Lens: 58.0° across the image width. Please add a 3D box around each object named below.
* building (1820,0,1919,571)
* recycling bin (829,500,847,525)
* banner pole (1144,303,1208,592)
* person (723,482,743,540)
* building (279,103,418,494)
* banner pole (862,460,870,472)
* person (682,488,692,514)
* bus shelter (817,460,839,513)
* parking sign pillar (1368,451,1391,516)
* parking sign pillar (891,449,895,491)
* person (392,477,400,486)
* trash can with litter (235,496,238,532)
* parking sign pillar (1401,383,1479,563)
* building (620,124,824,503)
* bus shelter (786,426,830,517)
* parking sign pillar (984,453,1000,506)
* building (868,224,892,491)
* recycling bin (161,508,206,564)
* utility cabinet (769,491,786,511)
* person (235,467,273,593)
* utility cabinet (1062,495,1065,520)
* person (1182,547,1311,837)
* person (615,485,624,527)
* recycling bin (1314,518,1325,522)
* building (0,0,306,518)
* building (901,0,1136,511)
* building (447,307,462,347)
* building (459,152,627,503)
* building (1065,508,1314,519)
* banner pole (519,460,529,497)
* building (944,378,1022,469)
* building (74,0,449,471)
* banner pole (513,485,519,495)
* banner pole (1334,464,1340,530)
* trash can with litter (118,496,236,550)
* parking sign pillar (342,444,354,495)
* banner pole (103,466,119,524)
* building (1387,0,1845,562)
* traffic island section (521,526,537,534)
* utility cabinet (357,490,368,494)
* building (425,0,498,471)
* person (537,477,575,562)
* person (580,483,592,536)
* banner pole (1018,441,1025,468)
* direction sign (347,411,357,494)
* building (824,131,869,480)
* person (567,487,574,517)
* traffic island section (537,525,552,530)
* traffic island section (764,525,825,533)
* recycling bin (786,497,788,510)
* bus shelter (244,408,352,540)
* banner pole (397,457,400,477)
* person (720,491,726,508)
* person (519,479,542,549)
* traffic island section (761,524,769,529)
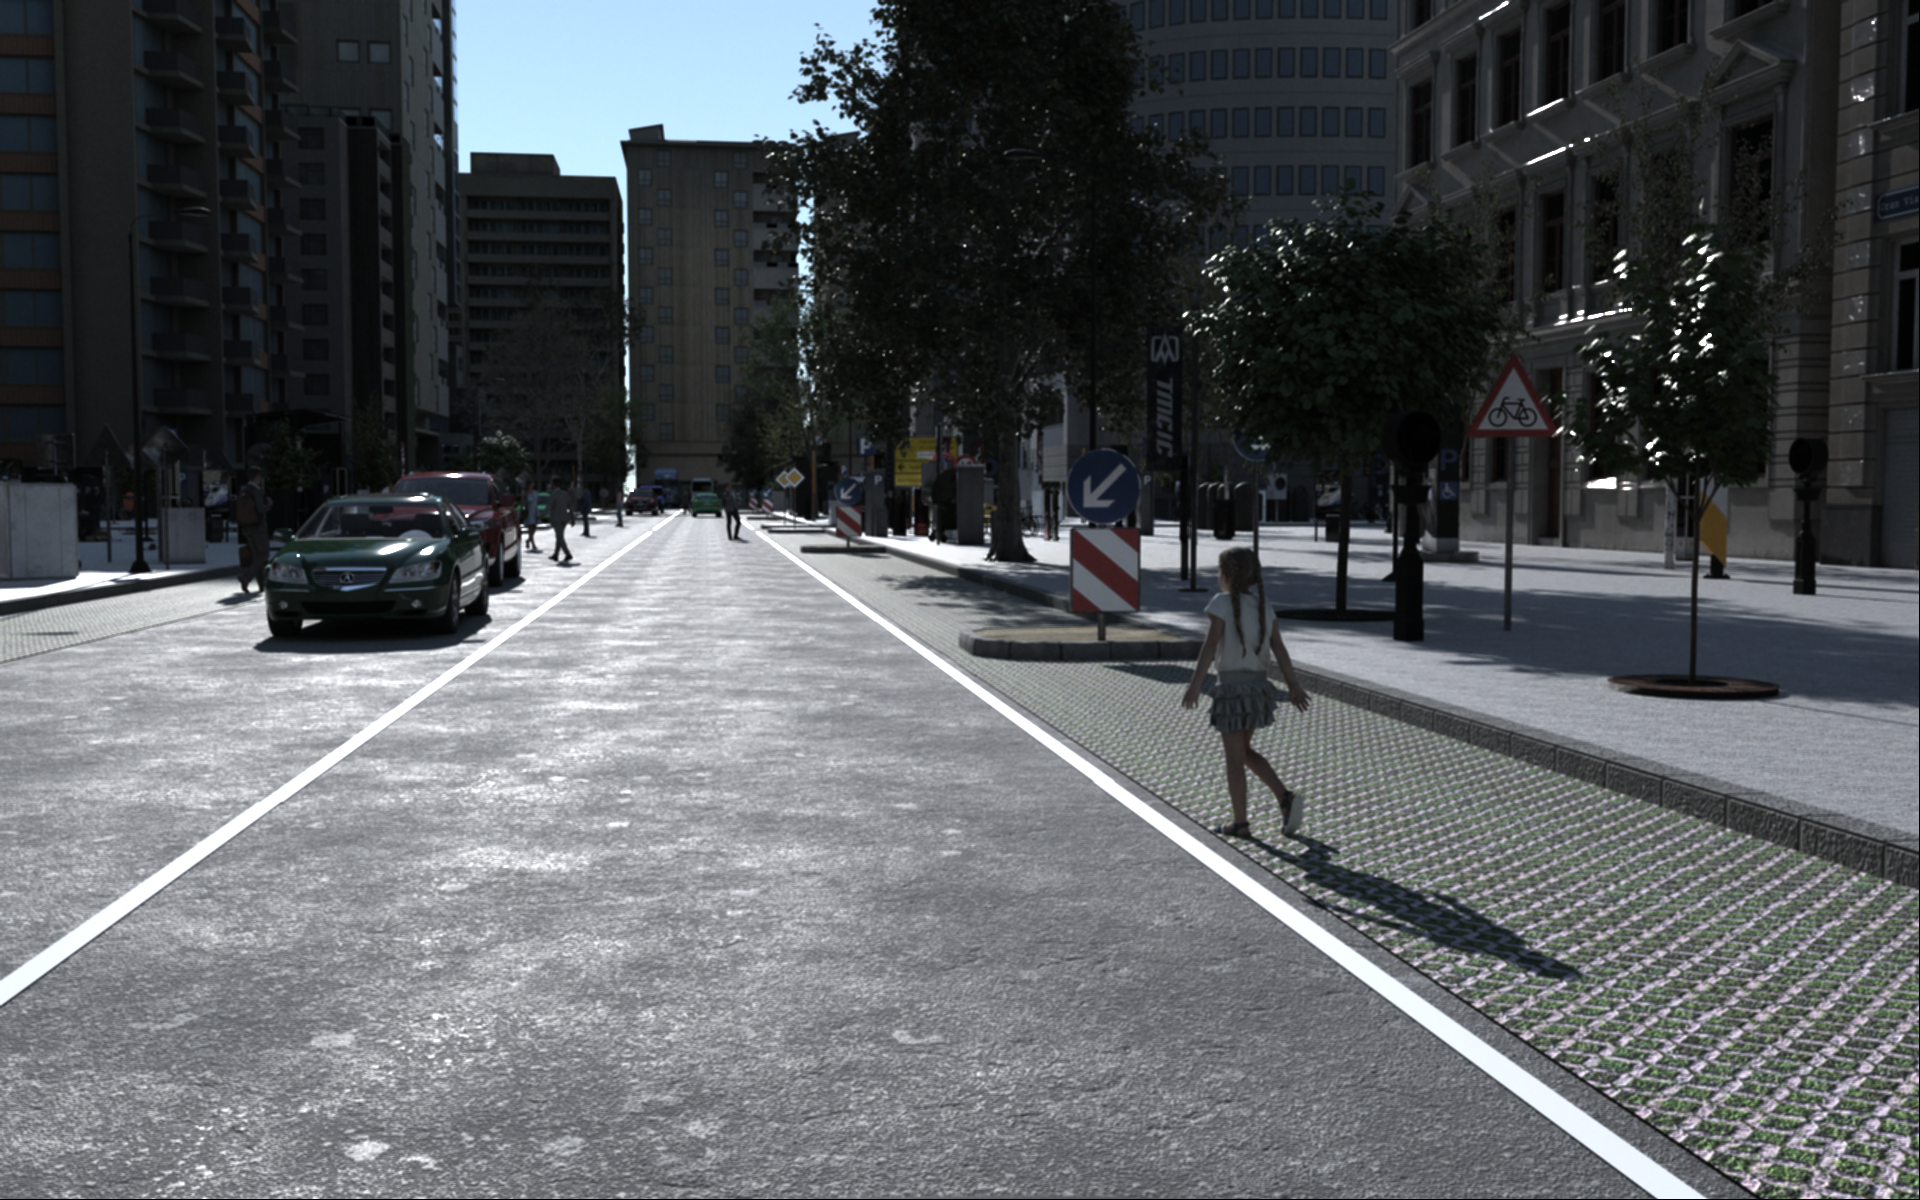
[{"bbox_3d":[23.017,-13.598,19.597,12.463,27.353,25.104,-1,4,-8],"label":"building"},{"bbox_3d":[-5.021,-3.615,71.666,0.722,1.027,0.722,-1,4,-15],"label":"recycling bin"},{"bbox_3d":[2.849,-2.004,22.779,0.863,3.779,0.401,0,4,5],"label":"banner pole"},{"bbox_3d":[-7.106,-2.780,54.133,0.592,1.802,0.473,-2,4,-29],"label":"person"},{"bbox_3d":[-49.898,-22.030,131.886,14.160,30.474,14.107,-1,4,-8],"label":"building"},{"bbox_3d":[-6.833,-8.285,125.484,0.863,3.779,0.401,0,4,6],"label":"banner pole"},{"bbox_3d":[-19.225,-6.939,121.911,0.822,1.834,0.622,-2,4,-29],"label":"person"},{"bbox_3d":[-9.344,-7.819,119.131,1.731,3.624,6.357,-1,4,-8],"label":"bus shelter"},{"bbox_3d":[21.546,-6.123,88.576,1.447,3.967,1.447,1,4,14],"label":"parking sign pillar"},{"bbox_3d":[-3.669,-7.004,102.988,1.447,3.967,1.447,1,4,22],"label":"parking sign pillar"},{"bbox_3d":[-12.056,-1.724,36.954,0.850,1.792,0.678,-1,4,-17],"label":"person"},{"bbox_3d":[-24.092,-2.883,58.190,2.233,1.210,1.678,1,4,11],"label":"trash can with litter"},{"bbox_3d":[9.184,-2.726,33.044,1.447,3.967,1.447,0,4,3],"label":"parking sign pillar"},{"bbox_3d":[-35.258,-40.775,255.916,27.495,52.752,28.713,-1,4,-8],"label":"building"},{"bbox_3d":[-8.802,-7.449,99.428,2.179,5.291,8.768,-1,4,-8],"label":"bus shelter"},{"bbox_3d":[1.557,-6.390,92.941,1.447,3.967,1.447,0,4,-4],"label":"parking sign pillar"},{"bbox_3d":[1.014,-35.266,200.296,21.300,48.544,21.600,-1,4,-8],"label":"building"},{"bbox_3d":[-14.394,-1.197,32.133,0.722,1.027,0.722,-1,4,-23],"label":"recycling bin"},{"bbox_3d":[-15.092,-8.269,143.876,1.173,1.500,0.318,-1,4,-21],"label":"utility cabinet"},{"bbox_3d":[-10.320,-1.029,25.289,0.622,1.834,0.822,2,4,26],"label":"person"},{"bbox_3d":[4.735,-4.543,85.448,0.306,1.237,1.020,3,5,40],"label":"utility cabinet"},{"bbox_3d":[1.165,0.390,7.145,0.505,1.210,0.382,-2,4,-34],"label":"person"},{"bbox_3d":[-14.981,-4.148,76.327,0.388,1.821,0.555,0,4,3],"label":"person"},{"bbox_3d":[16.593,-4.053,78.814,0.722,1.027,0.722,-2,4,-23],"label":"recycling bin"},{"bbox_3d":[-51.836,-27.327,101.414,22.147,44.769,28.867,-1,4,-8],"label":"building"},{"bbox_3d":[4.190,-38.693,174.629,21.231,58.520,28.212,-1,4,-8],"label":"building"},{"bbox_3d":[-82.867,-34.252,251.895,23.993,40.220,32.217,-1,4,-8],"label":"building"},{"bbox_3d":[-59.458,-38.262,249.280,21.600,48.544,21.300,-1,4,-8],"label":"building"},{"bbox_3d":[19.041,-34.091,99.390,28.212,58.520,21.231,-1,4,-8],"label":"building"},{"bbox_3d":[-32.544,-8.498,128.953,0.863,3.779,0.401,-3,5,-43],"label":"banner pole"},{"bbox_3d":[11.975,-49.683,124.991,22.319,86.520,31.000,-1,4,-8],"label":"building"},{"bbox_3d":[-60.809,-34.480,152.983,28.713,52.752,27.495,-1,4,-8],"label":"building"},{"bbox_3d":[-32.813,-8.378,126.995,0.401,3.779,0.863,-1,4,-21],"label":"banner pole"},{"bbox_3d":[13.663,-4.426,62.375,0.401,3.779,0.863,-2,4,-28],"label":"banner pole"},{"bbox_3d":[-18.482,-1.801,40.508,1.678,1.210,2.233,1,4,16],"label":"trash can with litter"},{"bbox_3d":[-33.238,-6.459,94.081,1.447,3.967,1.447,-1,4,-12],"label":"parking sign pillar"},{"bbox_3d":[-36.374,-5.140,74.052,0.863,3.779,0.401,2,4,26],"label":"banner pole"},{"bbox_3d":[19.341,-12.625,42.583,11.583,22.565,21.152,-1,4,-8],"label":"building"},{"bbox_3d":[-16.515,-2.460,62.497,2.009,0.180,2.903,-1,4,-8],"label":"traffic island section"},{"bbox_3d":[-30.894,-4.948,89.571,0.318,1.500,1.173,0,4,-5],"label":"utility cabinet"},{"bbox_3d":[-67.574,-53.585,188.780,31.000,86.520,22.319,-1,4,-8],"label":"building"},{"bbox_3d":[-8.555,-1.723,36.942,0.850,1.792,0.678,2,4,32],"label":"person"},{"bbox_3d":[-12.873,-3.113,59.574,0.419,1.800,0.721,-1,4,-13],"label":"person"},{"bbox_3d":[3.014,-5.639,82.218,0.401,3.779,0.863,0,4,3],"label":"banner pole"},{"bbox_3d":[-16.701,-3.414,47.815,0.379,3.537,0.876,-1,4,-16],"label":"direction sign"},{"bbox_3d":[-8.133,-41.052,260.433,27.495,52.752,28.713,-1,4,-8],"label":"building"},{"bbox_3d":[-21.800,-5.420,97.098,0.573,1.828,0.580,1,4,23],"label":"person"},{"bbox_3d":[-17.681,-2.943,70.396,2.009,0.180,2.903,-1,4,-8],"label":"traffic island section"},{"bbox_3d":[-6.085,-2.553,64.026,2.009,0.180,2.903,-1,4,-8],"label":"traffic island section"},{"bbox_3d":[-14.588,-7.922,142.080,0.722,1.027,0.722,-2,4,-34],"label":"recycling bin"},{"bbox_3d":[-19.082,-3.609,50.284,1.731,3.624,6.357,-1,4,-8],"label":"bus shelter"},{"bbox_3d":[-37.572,-7.703,115.964,0.401,3.779,0.863,-2,4,-28],"label":"banner pole"},{"bbox_3d":[-24.063,-10.272,177.174,1.217,1.743,0.721,0,4,4],"label":"person"},{"bbox_3d":[-11.147,-2.215,44.812,0.616,1.811,0.778,-3,4,-37],"label":"person"},{"bbox_3d":[-7.252,-3.036,71.926,2.009,0.180,2.903,-1,4,-8],"label":"traffic island section"}]
